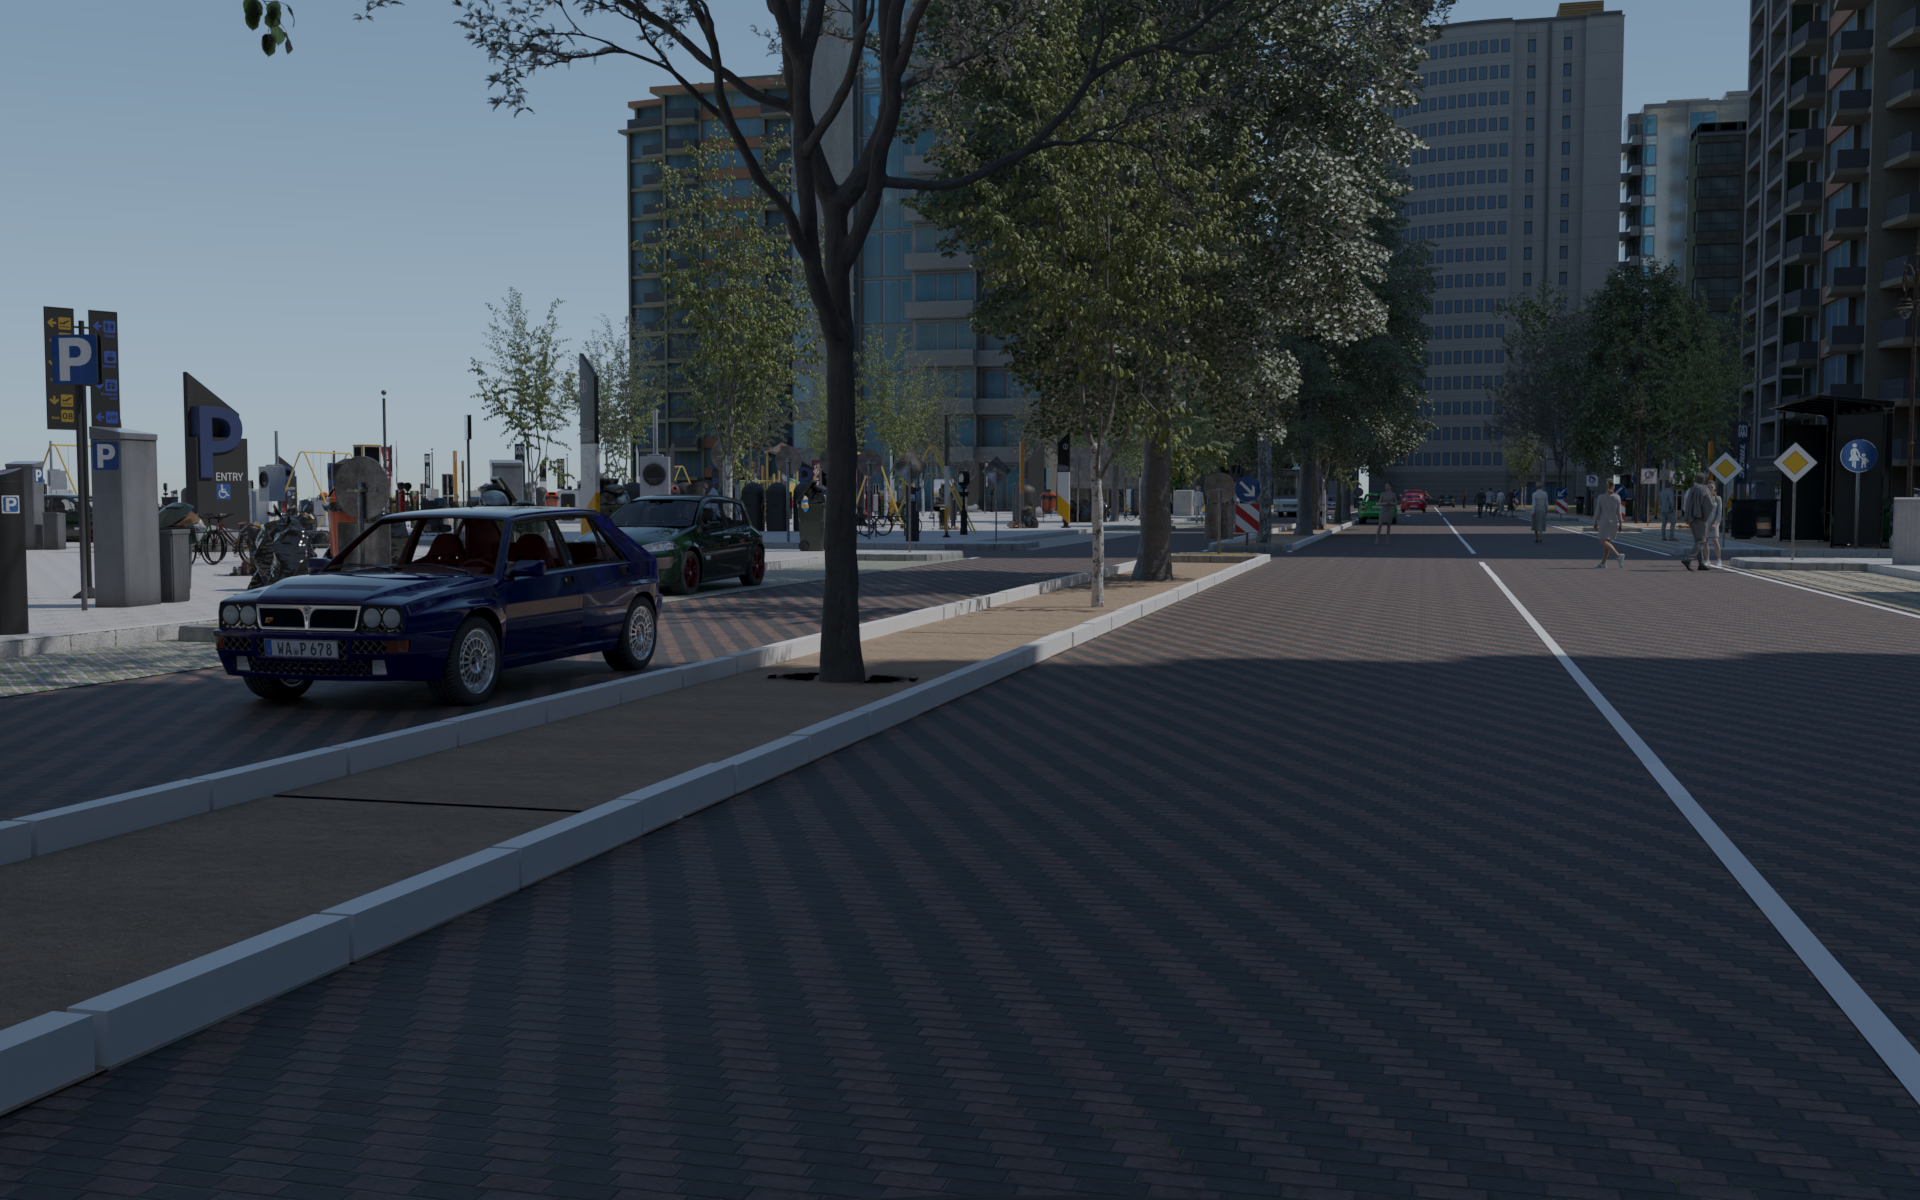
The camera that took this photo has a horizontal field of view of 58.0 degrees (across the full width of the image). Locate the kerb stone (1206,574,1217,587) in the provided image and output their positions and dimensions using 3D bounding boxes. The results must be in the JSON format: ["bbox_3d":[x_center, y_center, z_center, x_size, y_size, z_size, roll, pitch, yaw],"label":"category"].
[{"bbox_3d":[3.781,-0.265,26.582,0.120,0.150,1.000,1,4,15],"label":"kerb stone"}]

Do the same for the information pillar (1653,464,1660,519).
[{"bbox_3d":[35.741,-5.960,88.796,0.183,3.616,0.504,3,4,36],"label":"information pillar"}]

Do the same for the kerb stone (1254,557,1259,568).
[{"bbox_3d":[5.638,-0.692,33.512,0.120,0.150,1.000,1,4,15],"label":"kerb stone"}]

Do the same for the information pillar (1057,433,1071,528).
[{"bbox_3d":[3.925,-4.522,65.289,0.504,3.616,0.183,2,4,27],"label":"information pillar"}]

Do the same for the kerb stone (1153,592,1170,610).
[{"bbox_3d":[2.458,0.037,21.626,0.120,0.150,1.000,1,4,15],"label":"kerb stone"}]

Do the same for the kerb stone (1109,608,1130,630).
[{"bbox_3d":[1.666,0.219,18.658,0.120,0.150,1.000,1,4,15],"label":"kerb stone"}]

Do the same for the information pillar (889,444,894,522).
[{"bbox_3d":[-3.153,-5.446,80.399,0.183,3.616,0.504,-1,4,-16],"label":"information pillar"}]

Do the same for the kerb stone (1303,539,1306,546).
[{"bbox_3d":[9.212,-1.505,46.902,0.120,0.150,1.000,1,4,15],"label":"kerb stone"}]

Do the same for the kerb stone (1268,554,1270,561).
[{"bbox_3d":[6.430,-0.869,36.488,0.120,0.150,1.000,1,4,15],"label":"kerb stone"}]

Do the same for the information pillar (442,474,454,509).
[{"bbox_3d":[-18.492,-3.553,62.576,0.304,2.012,0.304,2,4,32],"label":"information pillar"}]

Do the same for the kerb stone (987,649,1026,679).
[{"bbox_3d":[0.331,0.524,13.708,0.120,0.150,1.000,1,4,15],"label":"kerb stone"}]

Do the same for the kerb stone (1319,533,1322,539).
[{"bbox_3d":[11.067,-1.928,53.826,0.120,0.150,1.000,1,4,15],"label":"kerb stone"}]

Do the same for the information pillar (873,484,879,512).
[{"bbox_3d":[-6.007,-7.308,123.971,0.304,2.012,0.304,-3,5,-43],"label":"information pillar"}]

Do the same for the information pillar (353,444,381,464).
[{"bbox_3d":[-8.799,-1.301,25.762,0.304,2.012,0.304,3,5,45],"label":"information pillar"}]

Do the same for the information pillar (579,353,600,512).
[{"bbox_3d":[-6.135,-2.282,28.672,0.183,3.616,0.504,-3,5,-42],"label":"information pillar"}]

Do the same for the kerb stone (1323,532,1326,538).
[{"bbox_3d":[11.606,-2.055,55.798,0.120,0.150,1.000,1,4,15],"label":"kerb stone"}]

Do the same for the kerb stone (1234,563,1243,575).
[{"bbox_3d":[4.835,-0.510,30.538,0.120,0.150,1.000,1,4,15],"label":"kerb stone"}]

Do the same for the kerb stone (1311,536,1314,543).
[{"bbox_3d":[10.016,-1.692,49.863,0.120,0.150,1.000,1,4,15],"label":"kerb stone"}]

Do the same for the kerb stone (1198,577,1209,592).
[{"bbox_3d":[3.523,-0.208,25.593,0.120,0.150,1.000,1,4,15],"label":"kerb stone"}]

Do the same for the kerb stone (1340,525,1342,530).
[{"bbox_3d":[14.511,-2.716,66.700,0.120,0.150,1.000,1,4,15],"label":"kerb stone"}]

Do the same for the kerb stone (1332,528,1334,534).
[{"bbox_3d":[12.929,-2.358,60.755,0.120,0.150,1.000,1,4,15],"label":"kerb stone"}]

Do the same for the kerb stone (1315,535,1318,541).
[{"bbox_3d":[10.543,-1.813,51.838,0.120,0.150,1.000,1,4,15],"label":"kerb stone"}]

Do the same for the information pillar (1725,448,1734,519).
[{"bbox_3d":[39.283,-5.930,88.311,0.183,3.616,0.504,0,4,-2],"label":"information pillar"}]

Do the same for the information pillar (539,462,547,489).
[{"bbox_3d":[-27.504,-7.521,114.319,0.504,3.616,0.183,-3,5,-40],"label":"information pillar"}]

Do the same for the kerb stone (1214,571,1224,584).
[{"bbox_3d":[4.050,-0.325,27.568,0.120,0.150,1.000,1,4,15],"label":"kerb stone"}]

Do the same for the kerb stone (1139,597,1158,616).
[{"bbox_3d":[2.193,0.095,20.637,0.120,0.150,1.000,1,4,15],"label":"kerb stone"}]

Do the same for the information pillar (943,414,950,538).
[{"bbox_3d":[-0.385,-3.662,51.222,0.183,3.616,0.504,0,4,8],"label":"information pillar"}]

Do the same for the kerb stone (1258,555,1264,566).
[{"bbox_3d":[5.909,-0.749,34.498,0.120,0.150,1.000,1,4,15],"label":"kerb stone"}]

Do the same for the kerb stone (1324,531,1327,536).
[{"bbox_3d":[11.863,-2.112,56.796,0.120,0.150,1.000,1,4,15],"label":"kerb stone"}]

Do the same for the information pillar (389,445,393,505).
[{"bbox_3d":[-26.918,-5.539,81.923,0.183,3.616,0.504,0,4,-6],"label":"information pillar"}]

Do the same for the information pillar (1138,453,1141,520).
[{"bbox_3d":[9.043,-5.843,86.886,0.183,3.616,0.504,0,4,3],"label":"information pillar"}]

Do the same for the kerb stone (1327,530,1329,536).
[{"bbox_3d":[12.128,-2.175,57.788,0.120,0.150,1.000,1,4,15],"label":"kerb stone"}]

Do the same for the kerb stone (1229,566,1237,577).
[{"bbox_3d":[4.572,-0.448,29.545,0.120,0.150,1.000,1,4,15],"label":"kerb stone"}]

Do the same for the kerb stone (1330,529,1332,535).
[{"bbox_3d":[12.660,-2.297,59.766,0.120,0.150,1.000,1,4,15],"label":"kerb stone"}]

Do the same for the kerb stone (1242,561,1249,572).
[{"bbox_3d":[5.101,-0.571,31.530,0.120,0.150,1.000,1,4,15],"label":"kerb stone"}]

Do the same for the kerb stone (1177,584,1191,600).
[{"bbox_3d":[2.991,-0.086,23.604,0.120,0.150,1.000,1,4,15],"label":"kerb stone"}]

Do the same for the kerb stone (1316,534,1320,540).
[{"bbox_3d":[10.803,-1.872,52.833,0.120,0.150,1.000,1,4,15],"label":"kerb stone"}]

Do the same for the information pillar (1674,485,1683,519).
[{"bbox_3d":[36.552,-5.117,88.160,0.304,2.012,0.304,0,4,-1],"label":"information pillar"}]

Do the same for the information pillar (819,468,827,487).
[{"bbox_3d":[-3.819,-2.730,49.121,0.304,2.012,0.304,-1,4,-9],"label":"information pillar"}]

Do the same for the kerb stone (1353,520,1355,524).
[{"bbox_3d":[17.709,-3.450,78.604,0.120,0.150,1.000,1,4,15],"label":"kerb stone"}]

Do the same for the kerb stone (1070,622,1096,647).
[{"bbox_3d":[1.135,0.344,16.682,0.120,0.150,1.000,1,4,15],"label":"kerb stone"}]

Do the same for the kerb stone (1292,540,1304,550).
[{"bbox_3d":[8.953,-1.451,45.912,0.120,0.150,1.000,1,4,15],"label":"kerb stone"}]

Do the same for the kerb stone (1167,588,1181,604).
[{"bbox_3d":[2.720,-0.021,22.614,0.120,0.150,1.000,1,4,15],"label":"kerb stone"}]

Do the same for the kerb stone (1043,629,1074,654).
[{"bbox_3d":[0.857,0.398,15.695,0.120,0.150,1.000,1,4,15],"label":"kerb stone"}]

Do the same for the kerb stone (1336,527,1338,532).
[{"bbox_3d":[13.718,-2.540,63.731,0.120,0.150,1.000,1,4,15],"label":"kerb stone"}]

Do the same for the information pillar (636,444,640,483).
[{"bbox_3d":[-15.158,-5.523,81.648,0.183,3.616,0.504,-1,4,-22],"label":"information pillar"}]

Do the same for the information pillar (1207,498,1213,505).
[{"bbox_3d":[16.192,-6.584,112.147,0.304,2.012,0.304,2,4,28],"label":"information pillar"}]

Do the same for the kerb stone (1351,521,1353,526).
[{"bbox_3d":[17.179,-3.329,76.629,0.120,0.150,1.000,1,4,15],"label":"kerb stone"}]

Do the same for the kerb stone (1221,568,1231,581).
[{"bbox_3d":[4.315,-0.381,28.556,0.120,0.150,1.000,1,4,15],"label":"kerb stone"}]

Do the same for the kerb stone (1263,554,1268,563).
[{"bbox_3d":[6.160,-0.811,35.491,0.120,0.150,1.000,1,4,15],"label":"kerb stone"}]

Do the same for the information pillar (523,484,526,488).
[{"bbox_3d":[-32.707,-7.691,130.234,0.304,2.012,0.304,3,4,36],"label":"information pillar"}]

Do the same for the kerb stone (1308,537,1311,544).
[{"bbox_3d":[9.737,-1.632,48.879,0.120,0.150,1.000,1,4,15],"label":"kerb stone"}]

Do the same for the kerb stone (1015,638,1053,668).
[{"bbox_3d":[0.603,0.459,14.693,0.120,0.150,1.000,1,4,15],"label":"kerb stone"}]

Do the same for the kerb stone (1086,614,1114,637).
[{"bbox_3d":[1.397,0.277,17.672,0.120,0.150,1.000,1,4,15],"label":"kerb stone"}]

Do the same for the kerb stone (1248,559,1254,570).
[{"bbox_3d":[5.372,-0.632,32.521,0.120,0.150,1.000,1,4,15],"label":"kerb stone"}]

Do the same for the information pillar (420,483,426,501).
[{"bbox_3d":[-36.071,-6.845,116.409,0.304,2.012,0.304,1,4,17],"label":"information pillar"}]

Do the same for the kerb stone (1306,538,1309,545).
[{"bbox_3d":[9.479,-1.572,47.890,0.120,0.150,1.000,1,4,15],"label":"kerb stone"}]

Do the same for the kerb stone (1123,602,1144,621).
[{"bbox_3d":[1.918,0.156,19.651,0.120,0.150,1.000,1,4,15],"label":"kerb stone"}]

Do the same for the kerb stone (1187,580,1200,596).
[{"bbox_3d":[3.248,-0.147,24.602,0.120,0.150,1.000,1,4,15],"label":"kerb stone"}]
